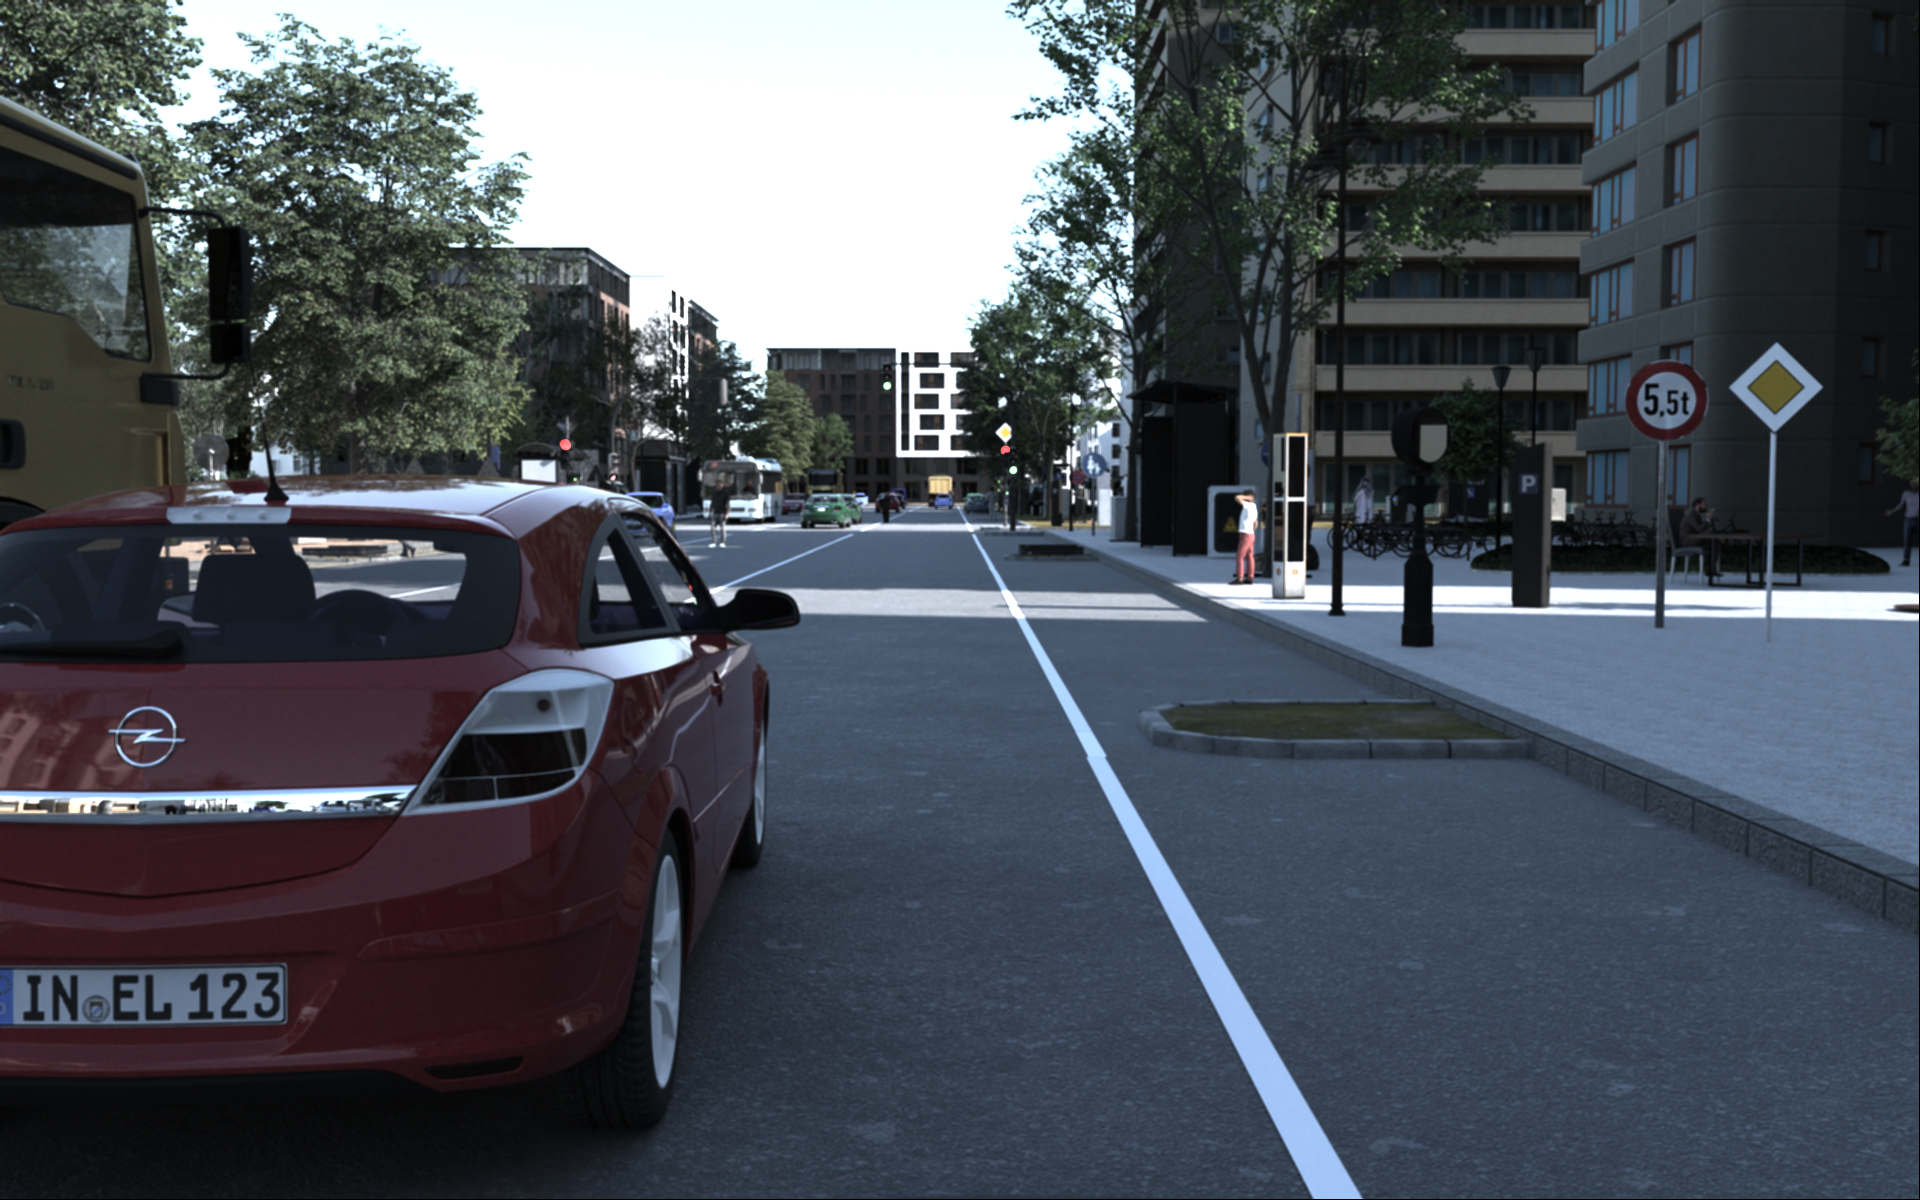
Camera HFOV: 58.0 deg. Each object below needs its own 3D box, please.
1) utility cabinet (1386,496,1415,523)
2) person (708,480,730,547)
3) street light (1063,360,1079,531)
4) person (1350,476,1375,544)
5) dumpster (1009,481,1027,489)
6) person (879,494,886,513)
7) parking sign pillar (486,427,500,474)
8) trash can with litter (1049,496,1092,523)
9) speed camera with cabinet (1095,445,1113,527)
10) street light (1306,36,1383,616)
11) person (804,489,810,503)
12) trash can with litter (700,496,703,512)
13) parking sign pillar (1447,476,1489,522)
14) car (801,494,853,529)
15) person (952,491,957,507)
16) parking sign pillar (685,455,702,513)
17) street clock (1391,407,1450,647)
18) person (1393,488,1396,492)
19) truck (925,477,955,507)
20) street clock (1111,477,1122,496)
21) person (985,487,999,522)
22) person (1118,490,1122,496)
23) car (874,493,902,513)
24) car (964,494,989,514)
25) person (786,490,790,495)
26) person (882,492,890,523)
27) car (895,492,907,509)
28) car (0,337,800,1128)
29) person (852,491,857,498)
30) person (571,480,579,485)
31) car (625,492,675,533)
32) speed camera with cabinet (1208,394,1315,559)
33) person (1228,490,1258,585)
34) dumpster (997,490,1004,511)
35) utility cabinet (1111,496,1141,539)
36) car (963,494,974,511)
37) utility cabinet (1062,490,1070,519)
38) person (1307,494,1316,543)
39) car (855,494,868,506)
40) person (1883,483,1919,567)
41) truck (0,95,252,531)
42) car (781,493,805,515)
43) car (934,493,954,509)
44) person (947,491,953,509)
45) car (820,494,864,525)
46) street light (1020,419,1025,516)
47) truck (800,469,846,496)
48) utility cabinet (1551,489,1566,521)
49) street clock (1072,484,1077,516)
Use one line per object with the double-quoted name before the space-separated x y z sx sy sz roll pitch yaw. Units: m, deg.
"utility cabinet" 15.450 -3.034 60.760 1.020 1.237 0.306 -1 4 -17
"person" -6.521 -2.331 46.733 0.598 1.807 0.434 2 4 30
"street light" 3.842 -5.317 59.725 0.468 5.910 1.993 0 4 0
"person" 10.421 -2.321 44.653 0.551 1.740 0.621 -2 4 -33
"dumpster" 4.016 -7.437 124.086 1.502 2.255 1.985 0 4 0
"person" -5.755 -7.228 129.862 0.628 1.438 0.799 1 4 12
"parking sign pillar" -18.876 -4.987 70.013 1.447 3.967 1.447 -1 4 -13
"trash can with litter" 5.031 -4.006 76.550 2.233 1.210 1.678 2 4 34
"speed camera with cabinet" 5.728 -4.551 68.743 0.660 3.252 2.038 0 4 2
"street light" 3.985 -2.774 18.139 0.468 5.910 1.993 0 4 0
"person" -10.057 -6.445 114.426 0.434 1.755 0.990 1 4 12
"trash can with litter" -18.798 -6.907 124.319 1.055 1.170 0.624 -2 4 -35
"parking sign pillar" 16.938 -4.232 57.658 1.447 3.967 1.447 1 4 12
"car" -5.643 -3.756 73.208 2.131 1.459 4.920 0 4 1
"person" -0.844 -10.836 186.382 1.217 1.735 0.721 2 4 25
"parking sign pillar" -18.578 -8.021 119.611 1.447 3.967 1.447 3 5 41
"street clock" 3.860 -0.611 14.554 0.471 2.002 0.358 -2 4 -32
"person" 18.177 -3.930 72.513 0.499 1.552 0.429 -1 4 -9
"truck" -2.217 -12.068 193.235 3.469 3.379 9.791 0 4 0
"street clock" 6.702 -4.283 74.604 0.471 2.002 0.358 1 4 16
"person" 1.710 -5.000 90.401 0.875 1.805 0.789 0 4 -1
"person" 11.772 -7.344 128.322 0.614 1.554 0.590 2 4 28
"car" -5.571 -7.633 133.842 2.155 1.783 4.494 0 3 0
"car" 1.326 -6.919 125.130 2.014 1.417 4.499 0 3 0
"person" -18.786 -11.184 189.824 0.541 1.710 0.530 1 4 19
"person" -3.684 -4.637 86.589 0.388 1.546 0.482 -3 4 -36
"car" -6.332 -9.937 172.262 2.009 1.686 4.222 0 4 1
"car" -1.601 0.225 5.369 2.155 1.783 4.494 0 4 -2
"person" -11.578 -11.065 189.514 0.705 1.812 1.348 1 4 20
"person" -10.182 -2.285 45.992 0.434 1.807 0.598 1 4 18
"car" -10.642 -2.964 58.052 1.945 1.707 3.694 0 4 0
"speed camera with cabinet" 5.956 -2.439 34.214 2.038 3.252 0.660 1 4 15
"person" 4.014 -0.893 24.549 0.340 1.345 0.435 1 4 22
"dumpster" 3.439 -7.617 130.303 1.264 1.857 1.865 0 4 0
"utility cabinet" 4.813 -2.336 49.357 1.020 1.237 0.306 -2 4 -25
"car" 1.236 -8.480 147.449 1.959 1.807 4.718 0 3 0
"utility cabinet" 5.079 -4.923 89.168 1.173 1.500 0.318 2 4 24
"person" 8.442 -1.976 42.257 0.435 1.345 0.340 0 4 3
"car" -11.827 -11.929 204.632 1.945 1.707 3.694 0 4 1
"person" 16.868 -1.383 30.606 0.963 1.587 0.435 2 4 32
"truck" -5.721 -0.615 5.975 3.469 3.379 9.791 0 4 2
"car" -11.333 -6.757 119.521 2.155 1.783 4.494 0 4 -2
"car" -1.587 -9.667 167.644 1.945 1.707 3.694 0 4 -1
"person" -0.963 -9.903 171.081 0.621 1.740 0.551 0 4 -3
"car" -5.673 -4.333 82.637 2.131 1.459 4.920 0 3 0
"street light" 3.610 -7.861 101.309 0.468 5.910 1.993 0 4 0
"truck" -10.590 -8.583 136.251 3.469 3.379 9.791 0 4 -2
"utility cabinet" 23.949 -3.765 70.231 1.173 1.500 0.318 -1 4 -10
"street clock" 6.715 -5.881 100.727 0.358 2.002 0.471 3 4 38
